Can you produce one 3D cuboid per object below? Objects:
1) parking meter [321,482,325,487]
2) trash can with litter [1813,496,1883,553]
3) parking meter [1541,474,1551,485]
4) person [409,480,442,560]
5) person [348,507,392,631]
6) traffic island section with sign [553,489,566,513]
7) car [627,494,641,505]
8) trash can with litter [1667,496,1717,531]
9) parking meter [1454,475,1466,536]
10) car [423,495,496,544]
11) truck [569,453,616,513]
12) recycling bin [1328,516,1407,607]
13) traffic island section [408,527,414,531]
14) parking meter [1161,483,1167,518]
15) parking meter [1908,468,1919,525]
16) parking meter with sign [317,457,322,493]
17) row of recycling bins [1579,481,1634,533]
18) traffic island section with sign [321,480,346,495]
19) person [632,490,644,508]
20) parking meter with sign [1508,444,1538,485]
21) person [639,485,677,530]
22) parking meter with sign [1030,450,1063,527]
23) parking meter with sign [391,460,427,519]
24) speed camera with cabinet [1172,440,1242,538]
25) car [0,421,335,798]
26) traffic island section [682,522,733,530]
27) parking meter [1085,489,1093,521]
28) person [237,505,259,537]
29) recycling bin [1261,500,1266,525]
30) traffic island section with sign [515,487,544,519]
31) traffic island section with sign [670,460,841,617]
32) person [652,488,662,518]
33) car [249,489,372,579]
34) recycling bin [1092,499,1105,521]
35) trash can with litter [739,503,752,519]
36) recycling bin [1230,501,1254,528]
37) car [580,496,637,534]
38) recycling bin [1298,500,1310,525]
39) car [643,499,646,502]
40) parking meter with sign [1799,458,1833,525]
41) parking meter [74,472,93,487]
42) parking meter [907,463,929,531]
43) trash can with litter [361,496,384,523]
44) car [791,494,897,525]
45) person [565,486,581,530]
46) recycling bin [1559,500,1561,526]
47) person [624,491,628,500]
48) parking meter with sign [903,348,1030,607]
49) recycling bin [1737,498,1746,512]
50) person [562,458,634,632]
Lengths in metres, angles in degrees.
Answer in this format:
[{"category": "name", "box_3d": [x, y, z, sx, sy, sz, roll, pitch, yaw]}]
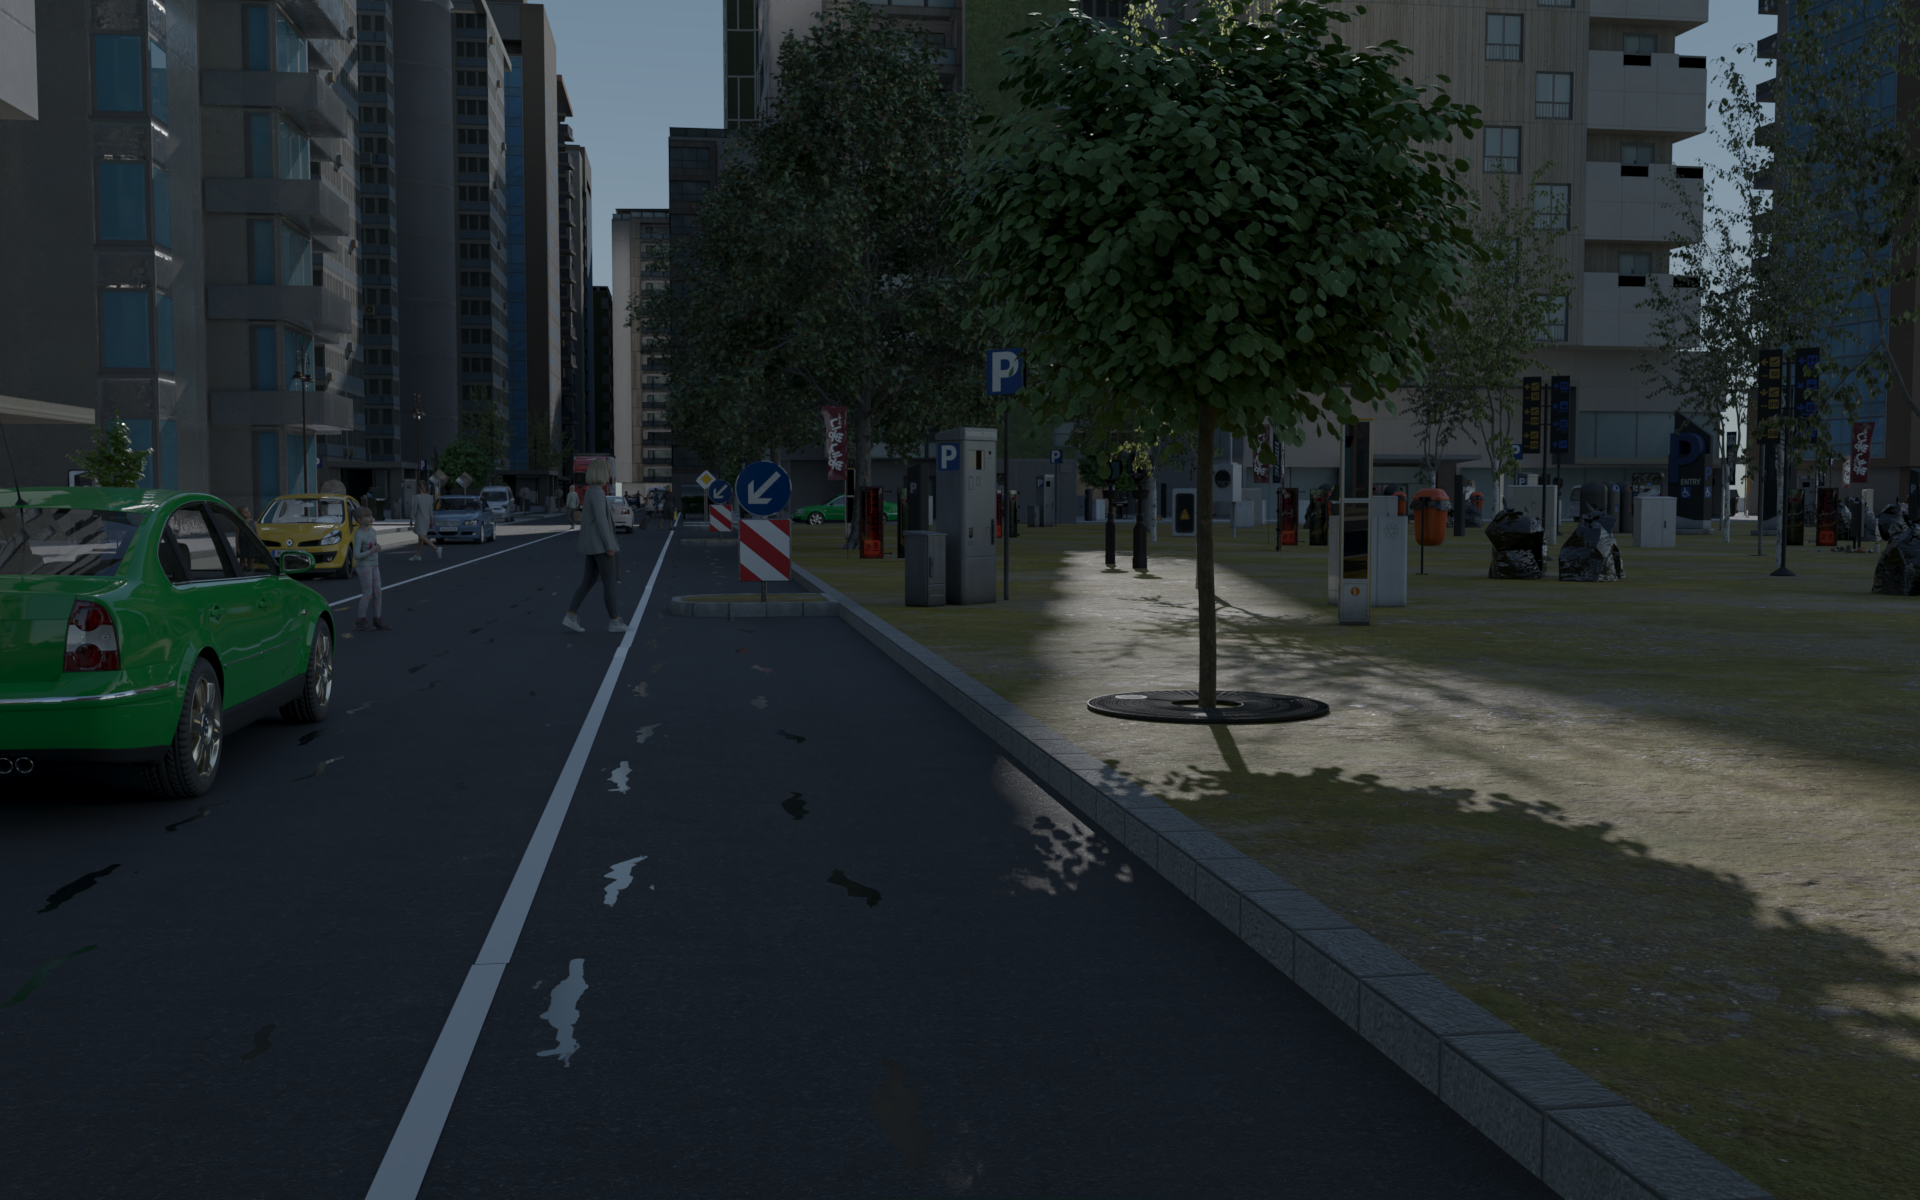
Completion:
[{"category": "parking meter", "box_3d": [-31.123, -4.842, 84.883, 0.255, 1.863, 0.399, -3, 5, -41]}, {"category": "trash can with litter", "box_3d": [19.944, -1.674, 38.423, 1.678, 1.210, 2.233, 1, 4, 16]}, {"category": "parking meter", "box_3d": [17.150, -2.755, 50.750, 0.255, 1.863, 0.399, 1, 4, 15]}, {"category": "person", "box_3d": [-11.530, -1.717, 37.325, 0.760, 1.731, 0.466, 0, 4, 1]}, {"category": "person", "box_3d": [-6.197, -0.333, 18.216, 0.394, 1.301, 0.425, 0, 4, -3]}, {"category": "traffic island section with sign", "box_3d": [-29.786, -7.349, 128.792, 1.989, 1.847, 2.006, -1, 4, -9]}, {"category": "car", "box_3d": [-42.534, -13.051, 225.384, 2.014, 1.417, 4.499, 0, 4, -7]}, {"category": "trash can with litter", "box_3d": [24.990, -2.993, 59.990, 2.233, 1.210, 1.678, 2, 4, 34]}, {"category": "parking meter", "box_3d": [15.201, -2.872, 52.675, 0.255, 1.863, 0.399, 2, 4, 33]}, {"category": "car", "box_3d": [-14.724, -2.379, 50.903, 2.014, 1.417, 4.499, 0, 4, -8]}, {"category": "truck", "box_3d": [-25.547, -8.081, 121.037, 2.839, 4.237, 11.283, -1, 4, -9]}, {"category": "recycling bin", "box_3d": [4.685, -0.451, 19.927, 0.722, 1.027, 0.722, 0, 4, -4]}, {"category": "traffic island section", "box_3d": [-20.700, -2.851, 68.892, 2.009, 0.180, 2.903, -1, 4, -9]}, {"category": "parking meter", "box_3d": [10.862, -5.299, 92.348, 0.255, 1.863, 0.399, 1, 4, 17]}, {"category": "parking meter", "box_3d": [21.457, -2.023, 38.779, 0.255, 1.863, 0.399, 0, 4, -4]}, {"category": "parking meter with sign", "box_3d": [-30.444, -5.158, 80.591, 0.543, 3.016, 1.738, 1, 4, 16]}, {"category": "row of recycling bins", "box_3d": [21.533, -3.053, 57.032, 3.534, 1.692, 1.069, -3, 5, -39]}, {"category": "traffic island section with sign", "box_3d": [-16.859, -2.317, 46.503, 1.989, 1.847, 2.006, -1, 4, -9]}, {"category": "person", "box_3d": [-32.918, -10.314, 177.221, 1.350, 1.814, 0.705, -1, 4, -18]}, {"category": "parking meter with sign", "box_3d": [19.968, -3.952, 60.869, 1.738, 3.016, 0.543, -3, 5, -39]}, {"category": "person", "box_3d": [-12.096, -3.725, 69.622, 1.509, 1.804, 0.699, 1, 4, 12]}, {"category": "parking meter with sign", "box_3d": [3.269, -4.341, 67.239, 0.543, 3.016, 1.738, 3, 4, 37]}, {"category": "parking meter with sign", "box_3d": [-28.124, -5.630, 88.309, 1.738, 3.016, 0.543, -3, 5, -40]}, {"category": "speed camera with cabinet", "box_3d": [7.295, -3.482, 51.272, 2.038, 3.252, 0.660, 3, 4, 37]}, {"category": "car", "box_3d": [-4.656, -0.037, 9.396, 1.959, 1.807, 4.718, -1, 4, -9]}, {"category": "traffic island section", "box_3d": [-10.285, -2.950, 70.517, 2.009, 0.180, 2.903, -1, 4, -9]}, {"category": "parking meter", "box_3d": [6.550, -4.874, 88.099, 0.372, 1.533, 0.369, 0, 3, 0]}, {"category": "person", "box_3d": [-11.158, -0.854, 27.130, 0.362, 1.253, 0.373, -2, 4, -31]}, {"category": "recycling bin", "box_3d": [12.138, -3.580, 71.083, 0.722, 1.027, 0.722, 1, 4, 19]}, {"category": "traffic island section with sign", "box_3d": [-25.553, -5.702, 101.862, 1.989, 1.847, 2.006, -1, 4, -9]}, {"category": "traffic island section with sign", "box_3d": [-2.534, -0.766, 21.158, 1.989, 1.847, 2.006, -1, 4, -9]}, {"category": "person", "box_3d": [-18.243, -5.855, 104.255, 0.654, 1.822, 0.581, 0, 4, -8]}, {"category": "car", "box_3d": [-11.341, -1.227, 30.286, 2.015, 1.641, 3.980, -1, 4, -10]}, {"category": "recycling bin", "box_3d": [6.521, -4.350, 83.684, 0.722, 1.027, 0.722, 3, 5, 41]}, {"category": "trash can with litter", "box_3d": [-10.415, -4.488, 84.760, 0.624, 1.170, 1.055, -2, 4, -27]}, {"category": "recycling bin", "box_3d": [10.616, -3.221, 65.218, 0.722, 1.027, 0.722, 0, 4, -7]}, {"category": "car", "box_3d": [-13.035, -3.166, 64.131, 2.083, 1.381, 4.827, -1, 4, -10]}, {"category": "recycling bin", "box_3d": [14.194, -3.633, 71.961, 0.722, 1.027, 0.722, -1, 4, -19]}, {"category": "car", "box_3d": [-29.644, -9.482, 167.615, 1.945, 1.354, 3.894, -1, 4, -11]}, {"category": "parking meter with sign", "box_3d": [35.611, -4.675, 72.690, 1.738, 3.016, 0.543, 3, 4, 36]}, {"category": "parking meter", "box_3d": [-22.501, -2.371, 44.475, 0.255, 1.863, 0.399, 2, 4, 32]}, {"category": "parking meter", "box_3d": [-0.803, -1.666, 32.949, 0.255, 1.863, 0.399, -3, 5, -43]}, {"category": "trash can with litter", "box_3d": [-26.927, -4.119, 78.405, 1.678, 1.210, 2.233, -2, 4, -29]}, {"category": "car", "box_3d": [-4.972, -4.075, 75.417, 4.718, 1.807, 1.959, -1, 4, -10]}, {"category": "person", "box_3d": [-15.626, -3.739, 70.116, 0.515, 1.767, 0.782, 2, 4, 27]}, {"category": "recycling bin", "box_3d": [23.553, -3.468, 69.262, 0.722, 1.027, 0.722, 0, 4, -5]}, {"category": "person", "box_3d": [-32.800, -9.812, 169.648, 0.721, 1.743, 1.217, -3, 5, -39]}, {"category": "parking meter with sign", "box_3d": [0.049, -1.465, 20.221, 0.543, 3.016, 1.738, 3, 4, 38]}, {"category": "recycling bin", "box_3d": [55.005, -6.710, 122.264, 0.722, 1.027, 0.722, 1, 4, 11]}, {"category": "person", "box_3d": [-3.791, -0.572, 18.036, 0.728, 1.800, 0.709, -1, 4, -20]}]
